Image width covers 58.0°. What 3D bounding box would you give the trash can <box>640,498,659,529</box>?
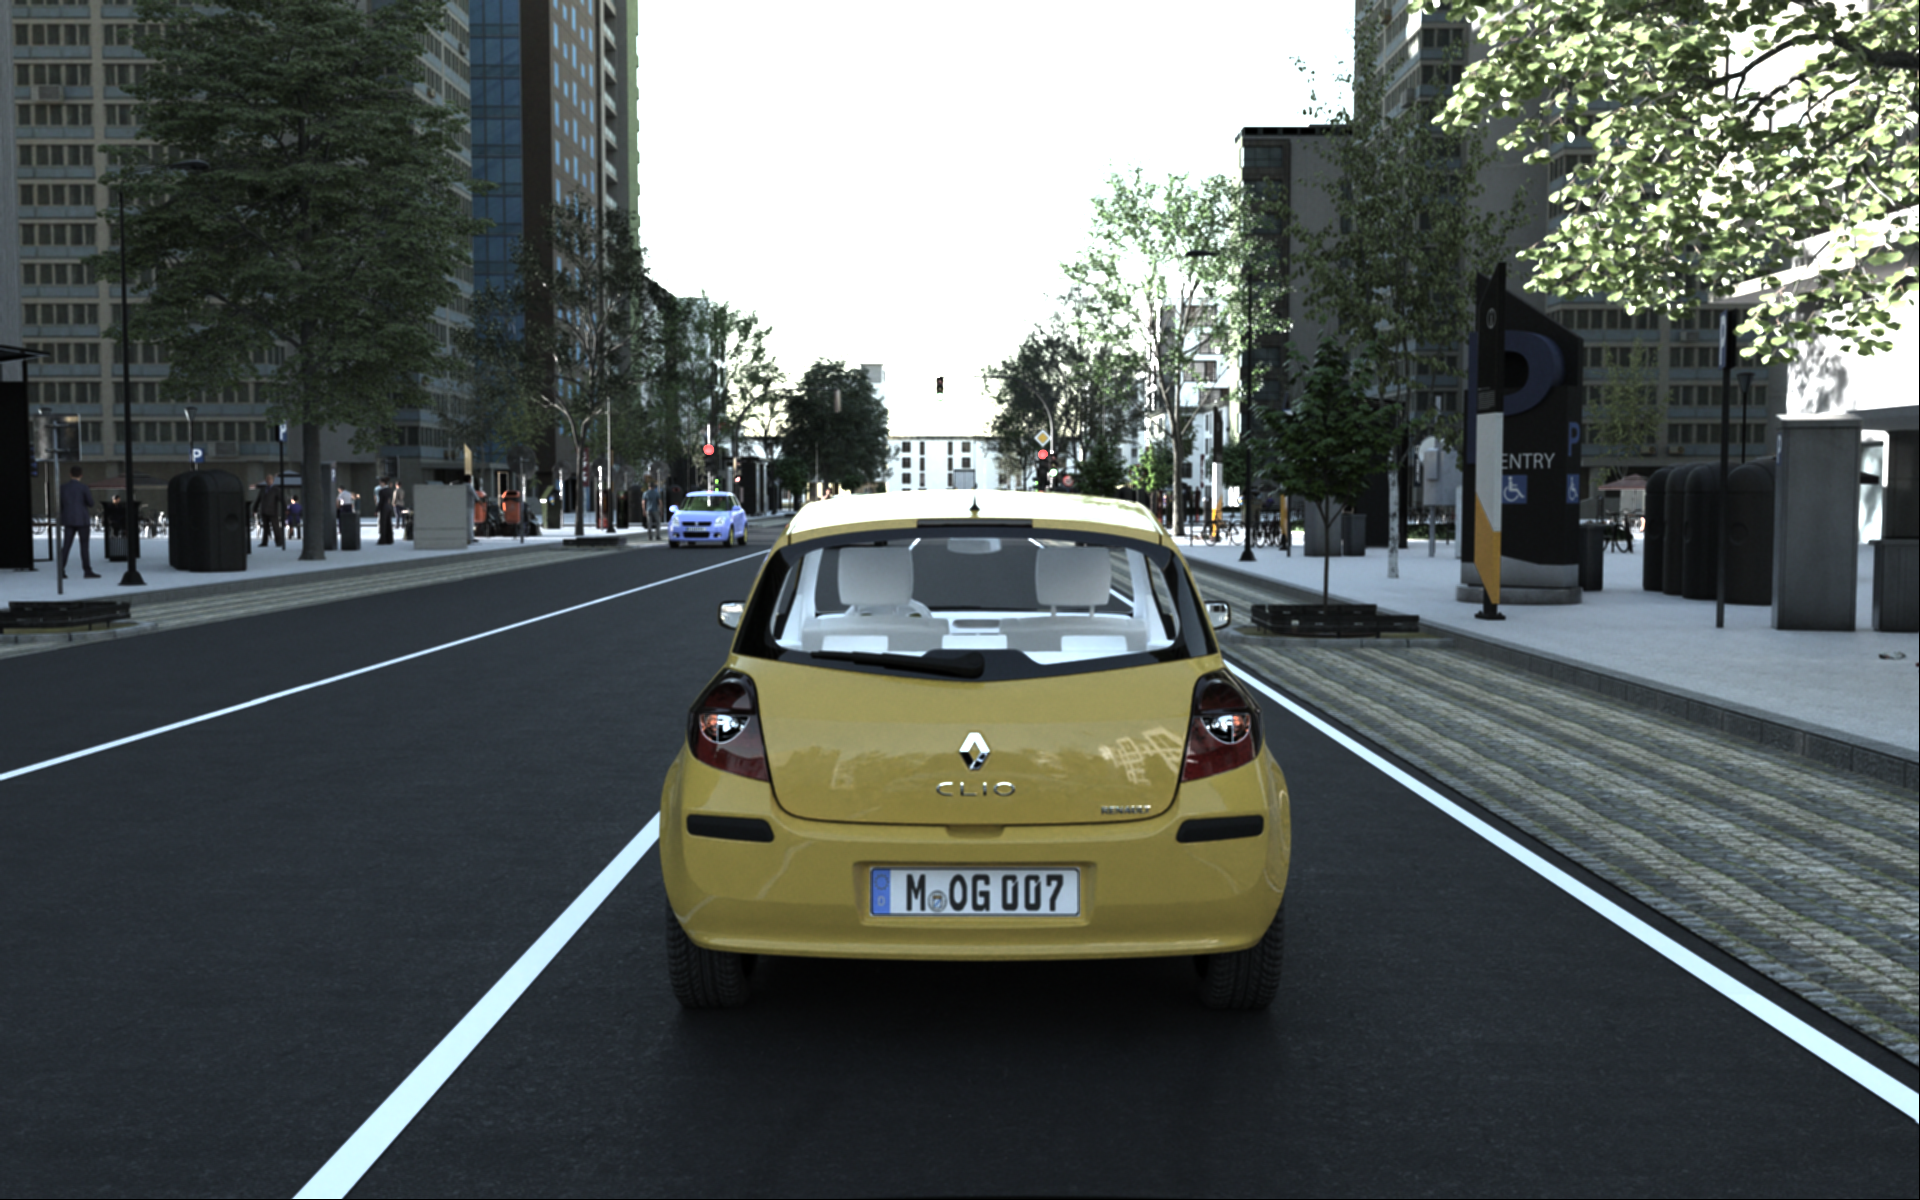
[{"bbox_3d":[-11.388,-3.185,63.729,0.748,1.137,0.748,0,3,0],"label":"trash can"}]

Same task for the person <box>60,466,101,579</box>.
[{"bbox_3d":[-13.429,-1.185,26.337,0.541,1.710,0.530,1,4,12],"label":"person"}]

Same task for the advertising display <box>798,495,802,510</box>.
[{"bbox_3d":[-12.743,-8.044,136.729,0.123,1.923,0.974,2,4,26],"label":"advertising display"}]

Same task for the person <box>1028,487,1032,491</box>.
[{"bbox_3d":[5.486,-7.800,133.445,0.599,1.838,0.709,-2,4,-31],"label":"person"}]

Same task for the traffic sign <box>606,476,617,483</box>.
[{"bbox_3d":[-16.466,-4.962,81.228,0.768,2.556,0.104,0,4,7],"label":"traffic sign"}]

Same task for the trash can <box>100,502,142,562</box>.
[{"bbox_3d":[-15.974,-1.306,33.008,0.748,1.137,0.748,0,3,0],"label":"trash can"}]

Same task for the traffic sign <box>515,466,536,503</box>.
[{"bbox_3d":[-15.752,-3.830,62.723,0.768,2.556,0.104,0,4,2],"label":"traffic sign"}]

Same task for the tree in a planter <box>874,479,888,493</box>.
[{"bbox_3d":[-9.335,-12.611,203.418,1.991,3.239,1.994,0,3,0],"label":"tree in a planter"}]

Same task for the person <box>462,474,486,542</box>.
[{"bbox_3d":[-13.053,-2.453,46.303,0.875,1.805,0.789,2,4,32],"label":"person"}]

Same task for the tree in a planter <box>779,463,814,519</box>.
[{"bbox_3d":[-9.306,-6.244,99.319,1.991,3.239,1.994,0,3,0],"label":"tree in a planter"}]

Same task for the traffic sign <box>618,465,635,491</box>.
[{"bbox_3d":[-14.501,-4.600,75.318,0.768,2.556,0.104,0,4,3],"label":"traffic sign"}]

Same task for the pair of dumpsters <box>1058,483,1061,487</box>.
[{"bbox_3d":[8.248,-8.835,146.943,1.574,2.255,4.437,0,3,0],"label":"pair of dumpsters"}]

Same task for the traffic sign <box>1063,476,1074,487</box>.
[{"bbox_3d":[7.300,-7.130,116.676,0.768,2.556,0.104,0,4,4],"label":"traffic sign"}]

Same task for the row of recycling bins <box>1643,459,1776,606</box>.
[{"bbox_3d":[9.412,-0.885,21.575,1.069,1.692,3.534,0,4,4],"label":"row of recycling bins"}]

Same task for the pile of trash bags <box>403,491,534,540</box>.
[{"bbox_3d":[-13.989,-2.381,48.689,3.447,1.369,1.912,0,4,-3],"label":"pile of trash bags"}]

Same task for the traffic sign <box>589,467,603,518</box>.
[{"bbox_3d":[-15.899,-4.622,75.668,0.768,2.556,0.104,1,4,8],"label":"traffic sign"}]

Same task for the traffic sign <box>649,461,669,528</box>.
[{"bbox_3d":[-11.428,-4.020,65.834,0.768,2.556,0.104,0,4,1],"label":"traffic sign"}]

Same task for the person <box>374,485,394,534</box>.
[{"bbox_3d":[-18.611,-3.046,55.971,0.598,1.807,0.434,3,4,38],"label":"person"}]

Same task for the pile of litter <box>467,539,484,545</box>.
[{"bbox_3d":[-13.045,-1.842,44.081,1.719,0.858,1.176,2,4,29],"label":"pile of litter"}]

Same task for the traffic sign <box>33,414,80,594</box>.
[{"bbox_3d":[-11.519,-1.222,22.113,0.606,2.300,0.079,0,4,4],"label":"traffic sign"}]

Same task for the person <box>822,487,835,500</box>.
[{"bbox_3d":[-4.061,-2.687,53.889,0.517,1.644,0.566,1,4,19],"label":"person"}]

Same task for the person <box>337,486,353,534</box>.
[{"bbox_3d":[-19.700,-2.879,55.334,0.590,1.554,0.614,2,4,32],"label":"person"}]

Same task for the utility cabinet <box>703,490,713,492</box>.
[{"bbox_3d":[-16.388,-6.395,113.232,0.318,1.500,1.173,-3,5,-41],"label":"utility cabinet"}]

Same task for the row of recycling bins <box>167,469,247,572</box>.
[{"bbox_3d":[-13.051,-1.391,29.848,1.069,1.692,3.534,-2,4,-30],"label":"row of recycling bins"}]

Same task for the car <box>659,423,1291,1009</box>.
[{"bbox_3d":[0.051,0.243,6.250,2.015,1.641,3.980,0,4,0],"label":"car"}]

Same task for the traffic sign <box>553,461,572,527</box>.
[{"bbox_3d":[-15.280,-4.060,66.485,0.768,2.556,0.104,1,4,9],"label":"traffic sign"}]

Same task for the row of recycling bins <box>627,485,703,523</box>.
[{"bbox_3d":[-13.222,-4.308,77.543,3.534,1.692,1.069,-2,4,-32],"label":"row of recycling bins"}]

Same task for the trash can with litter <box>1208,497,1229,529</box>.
[{"bbox_3d":[9.553,-3.244,64.420,0.624,1.170,1.055,2,4,33],"label":"trash can with litter"}]

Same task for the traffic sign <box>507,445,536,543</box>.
[{"bbox_3d":[-11.402,-2.747,45.018,0.768,2.556,0.104,0,4,1],"label":"traffic sign"}]

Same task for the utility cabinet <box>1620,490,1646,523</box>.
[{"bbox_3d":[29.209,-4.064,75.118,0.318,1.500,1.173,-2,4,-28],"label":"utility cabinet"}]

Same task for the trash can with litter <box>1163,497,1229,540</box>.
[{"bbox_3d":[6.804,-2.321,49.009,1.678,1.210,2.233,2,4,25],"label":"trash can with litter"}]

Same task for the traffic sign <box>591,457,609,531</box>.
[{"bbox_3d":[-12.476,-3.679,60.258,0.768,2.556,0.104,1,4,8],"label":"traffic sign"}]

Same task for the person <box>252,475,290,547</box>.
[{"bbox_3d":[-16.833,-2.182,42.264,0.990,1.755,0.434,1,4,14],"label":"person"}]

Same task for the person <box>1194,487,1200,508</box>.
[{"bbox_3d":[16.493,-7.000,120.629,0.434,1.807,0.598,-2,4,-26],"label":"person"}]

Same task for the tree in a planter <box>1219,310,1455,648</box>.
[{"bbox_3d":[3.591,-1.203,16.895,1.991,3.239,1.994,0,3,0],"label":"tree in a planter"}]

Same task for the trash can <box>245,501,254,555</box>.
[{"bbox_3d":[-14.768,-1.443,35.254,0.748,1.137,0.748,0,3,0],"label":"trash can"}]

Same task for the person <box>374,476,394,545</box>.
[{"bbox_3d":[-14.641,-2.276,44.051,0.445,1.727,0.742,-1,4,-14],"label":"person"}]

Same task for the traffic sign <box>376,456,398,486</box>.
[{"bbox_3d":[-15.342,-2.707,46.396,0.606,2.300,0.079,0,4,3],"label":"traffic sign"}]

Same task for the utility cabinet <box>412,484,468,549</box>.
[{"bbox_3d":[-12.064,-1.927,40.181,1.173,1.500,0.318,-2,4,-23],"label":"utility cabinet"}]

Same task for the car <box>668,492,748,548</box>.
[{"bbox_3d":[-6.903,-2.320,47.524,1.945,1.707,3.694,0,4,2],"label":"car"}]

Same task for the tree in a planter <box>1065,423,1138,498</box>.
[{"bbox_3d":[3.579,-2.851,43.839,1.991,3.239,1.994,0,3,0],"label":"tree in a planter"}]

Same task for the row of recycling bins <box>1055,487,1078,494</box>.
[{"bbox_3d":[5.907,-5.549,97.843,1.069,1.692,3.534,1,4,17],"label":"row of recycling bins"}]

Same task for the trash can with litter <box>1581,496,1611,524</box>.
[{"bbox_3d":[27.658,-3.914,75.051,1.678,1.210,2.233,0,4,-5],"label":"trash can with litter"}]

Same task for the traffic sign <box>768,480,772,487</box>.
[{"bbox_3d":[-13.901,-7.897,129.125,0.884,2.594,0.081,0,4,3],"label":"traffic sign"}]

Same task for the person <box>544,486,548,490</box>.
[{"bbox_3d":[-18.206,-4.209,76.324,0.415,1.643,0.593,-1,4,-19],"label":"person"}]

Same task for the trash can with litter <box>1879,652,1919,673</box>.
[{"bbox_3d":[7.629,-0.087,12.477,1.678,1.210,2.233,0,4,-7],"label":"trash can with litter"}]

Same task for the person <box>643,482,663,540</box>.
[{"bbox_3d":[-9.532,-2.764,53.821,0.598,1.807,0.434,1,4,10],"label":"person"}]

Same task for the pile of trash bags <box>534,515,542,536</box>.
[{"bbox_3d":[-13.911,-2.587,52.055,1.912,1.369,3.447,0,4,5],"label":"pile of trash bags"}]

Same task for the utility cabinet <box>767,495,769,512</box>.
[{"bbox_3d":[-13.883,-6.802,122.374,0.306,1.237,1.020,-2,4,-35],"label":"utility cabinet"}]

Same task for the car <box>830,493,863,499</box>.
[{"bbox_3d":[-2.894,-2.314,47.622,2.009,1.686,4.222,0,3,0],"label":"car"}]

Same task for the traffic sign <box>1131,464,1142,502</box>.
[{"bbox_3d":[7.606,-4.537,74.292,0.768,2.556,0.104,1,4,10],"label":"traffic sign"}]

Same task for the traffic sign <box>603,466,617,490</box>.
[{"bbox_3d":[-15.474,-4.652,76.168,0.768,2.556,0.104,0,4,6],"label":"traffic sign"}]

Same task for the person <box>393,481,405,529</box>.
[{"bbox_3d":[-20.965,-3.537,64.408,0.750,1.759,0.617,3,4,36],"label":"person"}]

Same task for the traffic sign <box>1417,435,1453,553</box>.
[{"bbox_3d":[10.304,-2.295,37.634,0.768,2.556,0.104,1,4,9],"label":"traffic sign"}]

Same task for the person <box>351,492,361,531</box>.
[{"bbox_3d":[-21.122,-3.098,60.605,0.435,1.345,0.340,1,4,15],"label":"person"}]

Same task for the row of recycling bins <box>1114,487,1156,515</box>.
[{"bbox_3d":[9.090,-5.201,92.148,3.534,1.692,1.069,-3,4,-38],"label":"row of recycling bins"}]
